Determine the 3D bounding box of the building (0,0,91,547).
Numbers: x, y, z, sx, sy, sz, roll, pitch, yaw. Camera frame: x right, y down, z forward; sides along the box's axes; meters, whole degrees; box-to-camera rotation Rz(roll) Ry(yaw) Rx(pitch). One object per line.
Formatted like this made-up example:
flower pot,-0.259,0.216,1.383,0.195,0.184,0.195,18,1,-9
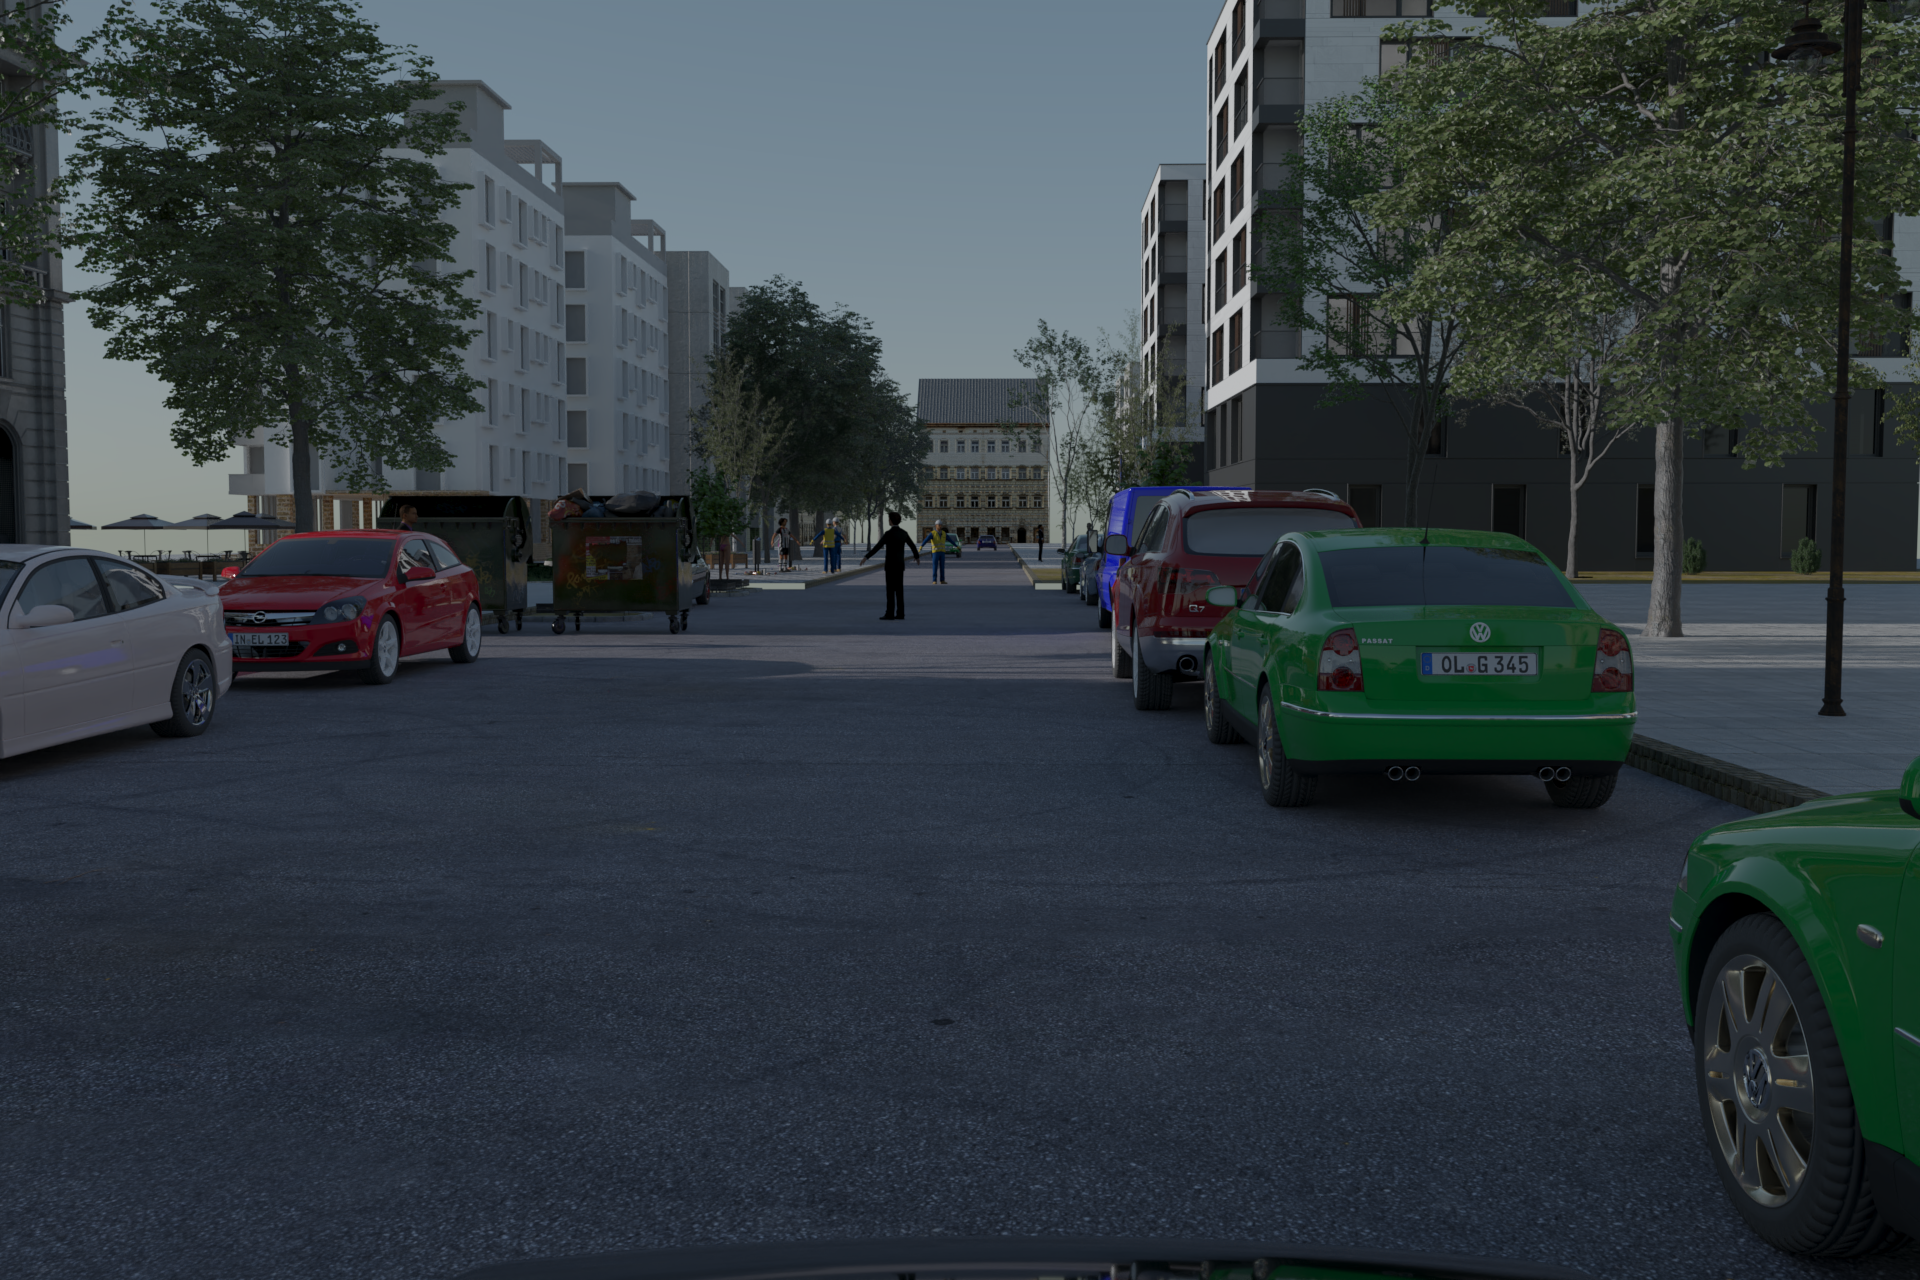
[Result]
building,-31.122,-11.981,36.546,13.314,22.015,24.055,0,4,2

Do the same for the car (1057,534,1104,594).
car,3.494,-1.915,43.106,2.131,1.459,4.920,0,4,1

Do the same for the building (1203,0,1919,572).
building,24.228,-14.103,74.554,27.936,21.610,32.646,0,4,1

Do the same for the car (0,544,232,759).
car,-6.342,0.086,10.950,2.083,1.381,4.827,0,4,1

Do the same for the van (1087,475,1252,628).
van,3.002,-1.235,24.581,2.240,2.365,5.245,0,4,1

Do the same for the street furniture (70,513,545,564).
street furniture,-28.018,-3.455,61.520,27.439,1.986,14.083,-1,4,-8

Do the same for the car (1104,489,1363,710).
car,2.474,-0.422,15.581,2.281,1.827,5.304,0,4,2

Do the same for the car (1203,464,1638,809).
car,2.530,-0.100,10.434,1.959,1.807,4.718,0,4,2

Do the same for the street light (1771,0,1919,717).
street light,6.175,-2.403,12.083,0.468,5.910,1.993,0,4,1

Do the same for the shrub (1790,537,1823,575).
shrub,26.529,-2.642,54.306,1.383,1.207,1.383,0,3,0

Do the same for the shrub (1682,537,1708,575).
shrub,22.837,-2.626,54.046,1.383,1.207,1.383,0,3,0

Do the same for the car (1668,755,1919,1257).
car,2.451,0.411,2.079,1.959,1.807,4.718,0,4,1

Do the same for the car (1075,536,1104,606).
car,3.424,-1.467,35.984,2.014,1.417,4.499,0,4,2

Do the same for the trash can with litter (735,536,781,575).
trash can with litter,-6.250,-2.670,54.706,1.678,1.210,2.233,0,4,3

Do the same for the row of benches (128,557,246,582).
row of benches,-20.784,-1.859,45.853,1.422,0.672,4.104,2,4,26

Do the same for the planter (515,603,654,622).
planter,-6.238,-0.490,29.147,1.991,0.319,1.994,0,4,1

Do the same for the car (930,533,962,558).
car,-0.825,-5.934,105.821,1.959,1.807,4.718,0,4,1

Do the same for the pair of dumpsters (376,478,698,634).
pair of dumpsters,-6.113,-1.236,25.154,4.436,2.255,1.574,0,4,1

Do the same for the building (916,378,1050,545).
building,3.293,-25.045,242.871,18.063,23.208,19.493,0,4,1

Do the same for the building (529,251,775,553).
building,-23.720,-15.771,124.307,16.747,18.905,31.486,0,4,1

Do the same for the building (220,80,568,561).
building,-24.862,-13.292,73.738,16.016,20.090,11.380,0,4,1

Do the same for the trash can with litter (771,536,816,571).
trash can with litter,-5.882,-3.092,61.610,1.678,1.210,2.233,0,4,1

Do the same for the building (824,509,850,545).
building,-23.462,-23.130,209.107,19.493,23.208,18.063,0,4,2

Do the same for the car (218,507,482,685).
car,-6.314,-0.537,17.825,2.155,1.783,4.494,0,4,1

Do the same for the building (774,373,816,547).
building,-25.193,-21.507,182.569,19.493,23.208,18.063,0,4,2

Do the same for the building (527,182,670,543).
building,-23.280,-14.566,94.566,16.016,20.090,11.380,0,4,1

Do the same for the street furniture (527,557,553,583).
street furniture,-12.806,-1.897,46.641,10.072,0.657,5.734,-2,4,-34

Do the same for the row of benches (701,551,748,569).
row of benches,-9.107,-2.930,63.375,1.422,0.672,4.104,2,4,25

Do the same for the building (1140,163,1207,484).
building,25.444,-16.376,111.725,27.936,21.610,32.646,0,4,2

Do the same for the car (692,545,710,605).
car,-5.977,-1.469,33.804,2.009,1.686,4.222,0,4,1

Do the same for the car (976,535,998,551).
car,2.349,-8.444,150.642,1.945,1.354,3.894,0,4,2

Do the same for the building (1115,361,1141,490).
building,25.961,-19.529,185.754,16.747,18.905,31.486,0,4,2

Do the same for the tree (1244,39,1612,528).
tree,9.858,-6.803,36.990,9.928,11.665,9.643,0,3,0
